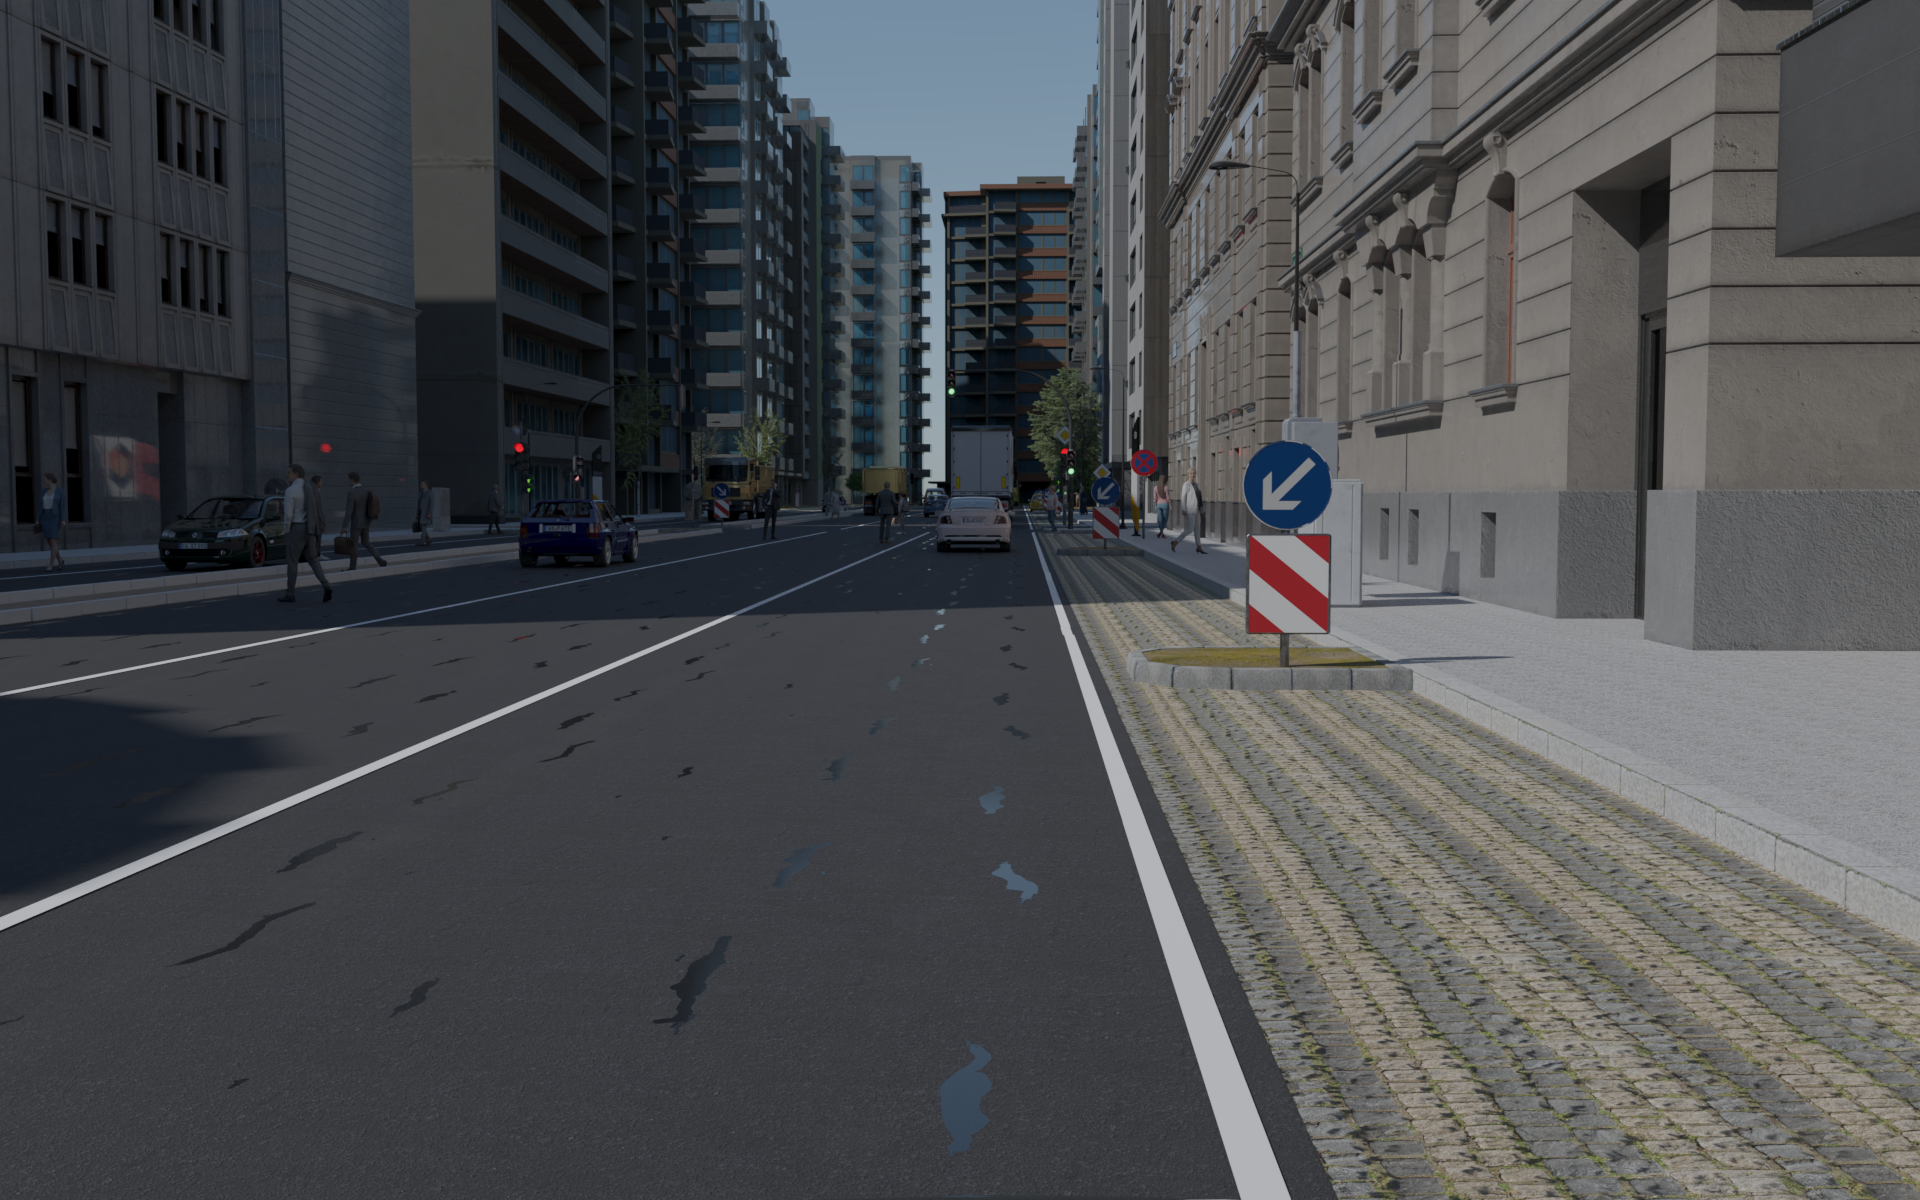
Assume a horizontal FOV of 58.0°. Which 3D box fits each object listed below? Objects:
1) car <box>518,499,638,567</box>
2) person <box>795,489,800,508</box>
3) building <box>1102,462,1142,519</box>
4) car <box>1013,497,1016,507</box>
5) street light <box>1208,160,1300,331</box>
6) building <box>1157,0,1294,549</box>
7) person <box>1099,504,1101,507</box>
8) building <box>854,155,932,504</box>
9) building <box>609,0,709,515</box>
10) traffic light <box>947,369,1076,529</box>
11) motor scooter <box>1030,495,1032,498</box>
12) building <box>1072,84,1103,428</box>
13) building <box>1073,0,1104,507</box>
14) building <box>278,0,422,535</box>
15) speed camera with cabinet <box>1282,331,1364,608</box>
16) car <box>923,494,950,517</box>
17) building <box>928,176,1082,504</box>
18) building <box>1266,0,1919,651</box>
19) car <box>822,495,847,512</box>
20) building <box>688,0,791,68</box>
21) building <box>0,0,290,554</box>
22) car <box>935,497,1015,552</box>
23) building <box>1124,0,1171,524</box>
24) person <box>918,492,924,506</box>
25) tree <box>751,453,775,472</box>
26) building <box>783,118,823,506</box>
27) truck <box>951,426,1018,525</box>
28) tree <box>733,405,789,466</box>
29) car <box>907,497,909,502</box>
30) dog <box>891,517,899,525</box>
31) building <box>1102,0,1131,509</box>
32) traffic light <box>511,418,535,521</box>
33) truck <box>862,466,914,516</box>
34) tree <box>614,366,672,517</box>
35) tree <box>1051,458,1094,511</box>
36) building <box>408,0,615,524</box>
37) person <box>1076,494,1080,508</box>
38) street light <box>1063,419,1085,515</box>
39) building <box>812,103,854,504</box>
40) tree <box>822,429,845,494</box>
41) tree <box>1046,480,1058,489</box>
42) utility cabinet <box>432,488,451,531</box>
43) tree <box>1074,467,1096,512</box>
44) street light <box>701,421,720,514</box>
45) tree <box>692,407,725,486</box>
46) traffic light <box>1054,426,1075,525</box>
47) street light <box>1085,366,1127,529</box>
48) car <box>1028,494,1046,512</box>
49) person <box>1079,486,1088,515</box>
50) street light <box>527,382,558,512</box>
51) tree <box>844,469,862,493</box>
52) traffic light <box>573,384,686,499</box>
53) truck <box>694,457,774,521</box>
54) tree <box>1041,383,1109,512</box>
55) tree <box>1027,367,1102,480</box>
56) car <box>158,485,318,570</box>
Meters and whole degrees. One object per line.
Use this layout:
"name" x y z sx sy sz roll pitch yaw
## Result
"car" -7.700 -1.385 35.233 1.945 1.354 3.894 0 4 2
"person" -15.001 -9.380 160.082 0.551 1.740 0.621 2 4 29
"building" 24.375 -24.731 96.233 32.217 40.220 23.993 0 4 2
"car" 5.386 -11.608 198.579 1.959 1.807 4.718 0 4 3
"street light" 4.159 -3.163 24.264 1.470 5.913 1.316 0 4 2
"building" 12.629 -15.393 48.932 12.463 27.353 25.104 0 4 2
"person" 12.320 -8.801 153.169 0.599 1.433 0.991 -2 4 -32
"building" -19.136 -38.106 242.635 30.456 49.044 23.786 0 4 2
"building" -29.208 -28.203 115.740 22.147 44.769 28.867 0 4 2
"traffic light" 1.919 -5.410 63.116 4.771 5.953 1.251 0 4 2
"motor scooter" 8.276 -11.136 194.849 0.815 1.314 1.986 0 4 1
"building" 24.616 -35.803 204.982 23.786 49.044 30.456 0 4 2
"building" 22.611 -52.633 173.218 22.319 86.520 31.000 0 4 2
"building" -34.668 -17.128 57.532 29.804 29.767 11.434 0 4 2
"speed camera with cabinet" 4.275 -1.597 20.443 0.660 3.252 2.038 0 4 1
"car" -1.345 -5.895 108.386 2.014 1.417 4.499 0 4 1
"building" 10.494 -35.885 241.345 28.867 44.769 22.147 0 4 2
"building" 12.597 -14.484 24.204 14.401 28.519 23.554 0 4 2
"car" -9.862 -7.562 136.221 1.945 1.354 3.894 0 4 2
"building" -27.812 -33.174 161.997 23.786 49.044 30.456 0 4 2
"building" -26.100 -13.618 40.669 12.078 24.808 19.932 0 4 2
"car" 0.376 -1.954 44.311 2.083 1.381 4.827 0 4 1
"building" 14.791 -18.663 76.843 14.107 30.474 14.160 0 4 2
"person" -4.604 -12.196 208.616 0.721 1.743 1.217 -3 5 -44
"tree" -16.408 -9.429 137.882 4.285 4.588 4.351 0 3 0
"building" -22.418 -30.624 184.292 14.154 41.232 14.086 0 4 2
"truck" 1.101 -5.376 76.810 2.839 4.237 11.283 0 4 3
"tree" -16.313 -11.778 142.935 4.737 8.622 4.395 0 3 0
"car" -7.557 -12.840 222.292 2.083 1.381 4.827 0 4 2
"dog" -2.927 -3.721 80.134 0.540 0.507 0.406 -1 4 -19
"building" 21.277 -35.954 129.840 21.231 58.520 28.212 0 4 2
"traffic light" -16.137 -4.584 63.862 0.839 4.253 0.868 0 4 2
"truck" -5.063 -7.521 118.900 3.469 3.379 9.791 0 4 1
"tree" -18.426 -9.016 97.770 4.737 8.622 4.395 0 3 0
"tree" 8.479 -8.974 130.438 4.285 4.588 4.351 0 3 0
"building" -29.714 -28.058 82.451 21.300 48.544 21.600 0 4 2
"person" 10.866 -9.366 159.182 1.348 1.824 0.705 1 4 11
"street light" 7.065 -8.235 107.179 1.470 5.913 1.316 0 4 2
"building" -29.526 -36.074 209.414 30.456 49.044 23.786 0 4 2
"tree" -15.013 -14.980 195.278 4.360 8.622 3.978 0 3 0
"tree" 11.846 -14.007 223.616 1.663 3.219 1.824 0 3 0
"utility cabinet" -17.826 -3.111 59.546 0.318 1.500 1.173 0 4 -1
"tree" 9.195 -7.942 124.456 1.663 3.219 1.824 0 3 0
"street light" -15.963 -8.438 110.502 1.470 5.913 1.316 0 4 2
"tree" -21.776 -11.821 143.634 4.360 8.622 3.978 0 3 0
"traffic light" 4.288 -5.030 71.166 0.839 4.253 0.868 0 4 2
"street light" 5.409 -5.540 63.125 1.470 5.913 1.316 0 4 2
"car" 6.314 -7.642 135.169 2.015 1.641 3.980 0 4 2
"person" 7.477 -6.029 105.031 0.576 1.772 0.534 3 5 39
"street light" -17.331 -6.070 71.784 1.470 5.913 1.316 0 4 2
"tree" -13.325 -14.721 224.405 4.285 4.588 4.351 0 3 0
"traffic light" -13.768 -5.941 71.806 4.771 5.953 1.251 0 4 2
"truck" -11.991 -5.979 93.688 3.469 3.379 9.791 0 4 2
"tree" 7.765 -10.031 114.372 4.360 8.622 3.978 0 3 0
"tree" 9.458 -14.500 155.201 7.486 12.596 7.792 0 3 0
"car" -14.032 -1.470 33.827 2.009 1.686 4.222 0 4 1
